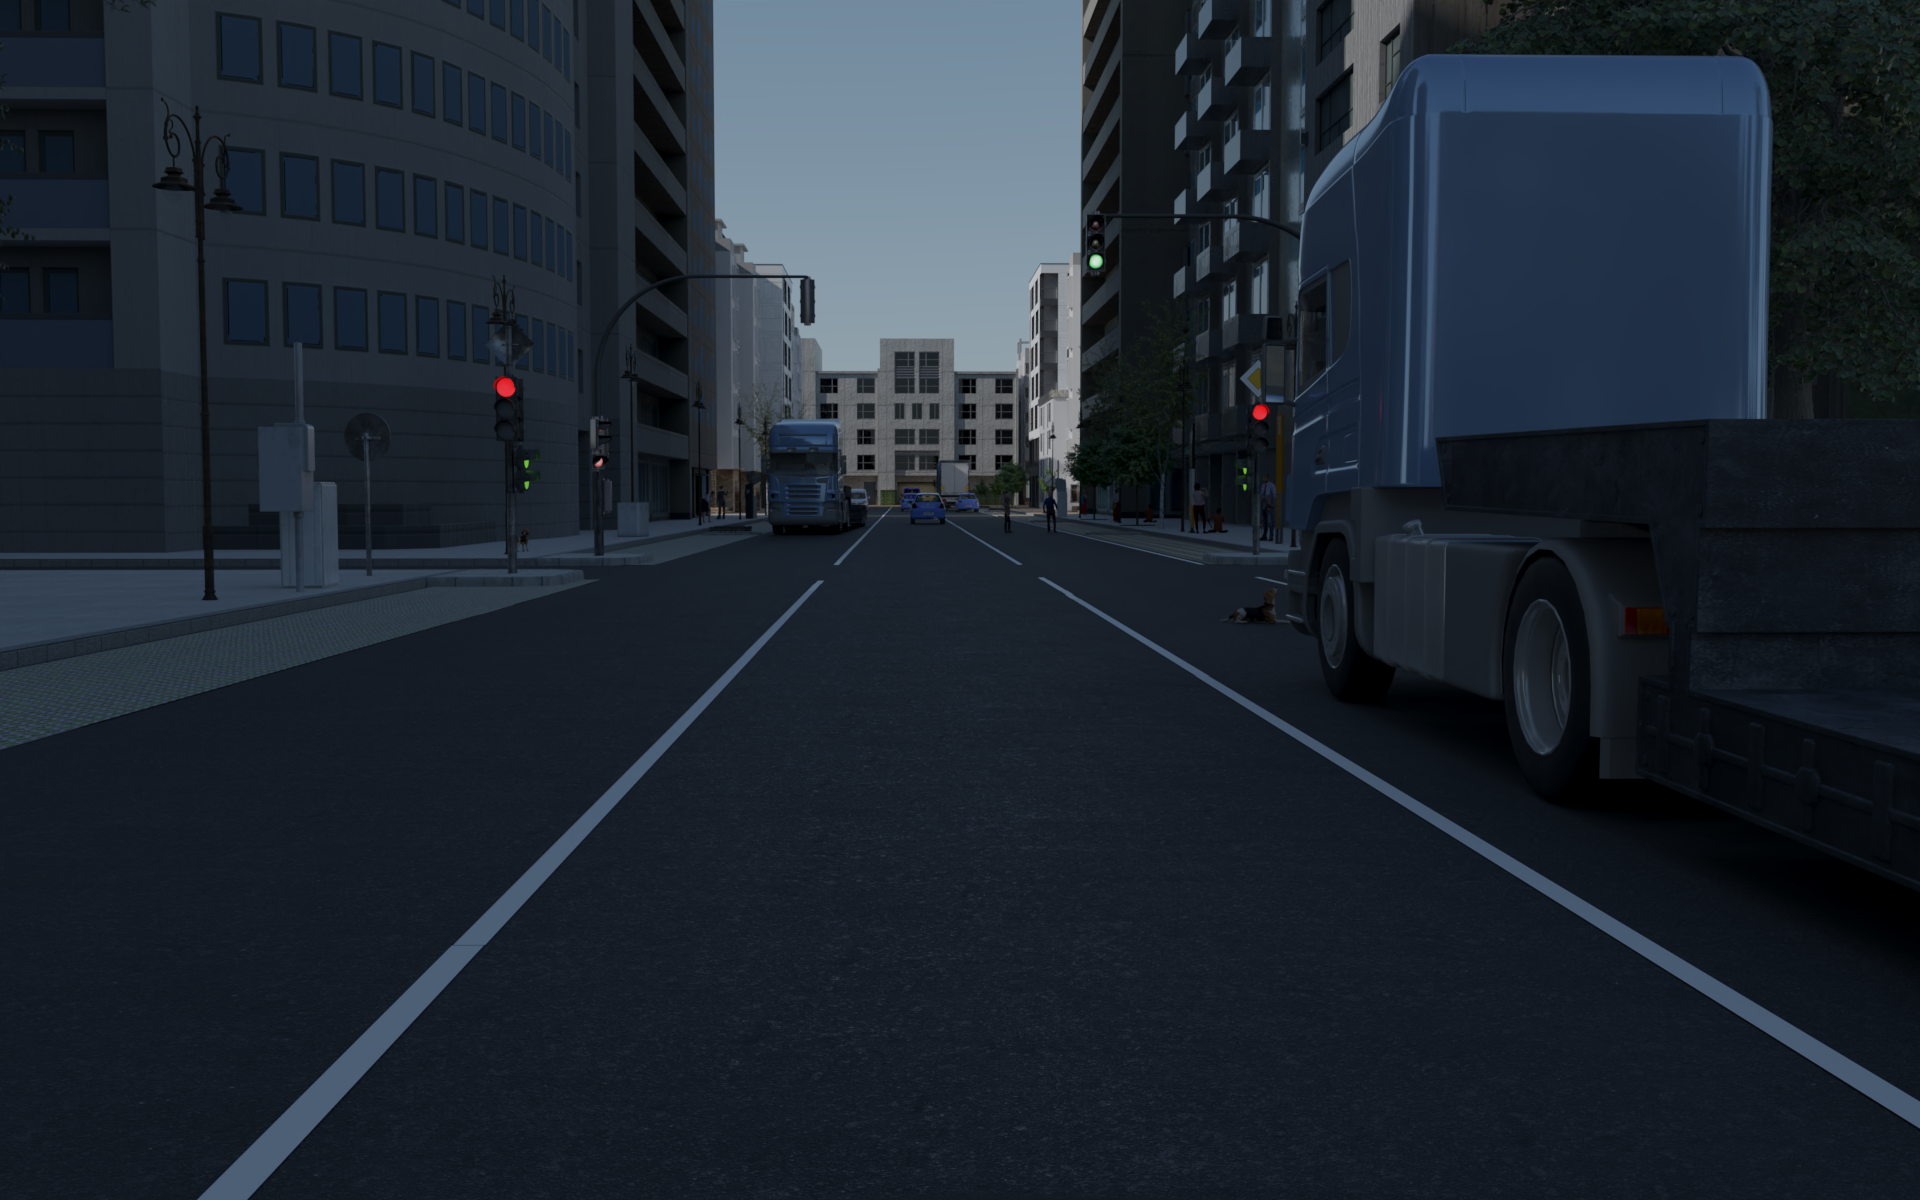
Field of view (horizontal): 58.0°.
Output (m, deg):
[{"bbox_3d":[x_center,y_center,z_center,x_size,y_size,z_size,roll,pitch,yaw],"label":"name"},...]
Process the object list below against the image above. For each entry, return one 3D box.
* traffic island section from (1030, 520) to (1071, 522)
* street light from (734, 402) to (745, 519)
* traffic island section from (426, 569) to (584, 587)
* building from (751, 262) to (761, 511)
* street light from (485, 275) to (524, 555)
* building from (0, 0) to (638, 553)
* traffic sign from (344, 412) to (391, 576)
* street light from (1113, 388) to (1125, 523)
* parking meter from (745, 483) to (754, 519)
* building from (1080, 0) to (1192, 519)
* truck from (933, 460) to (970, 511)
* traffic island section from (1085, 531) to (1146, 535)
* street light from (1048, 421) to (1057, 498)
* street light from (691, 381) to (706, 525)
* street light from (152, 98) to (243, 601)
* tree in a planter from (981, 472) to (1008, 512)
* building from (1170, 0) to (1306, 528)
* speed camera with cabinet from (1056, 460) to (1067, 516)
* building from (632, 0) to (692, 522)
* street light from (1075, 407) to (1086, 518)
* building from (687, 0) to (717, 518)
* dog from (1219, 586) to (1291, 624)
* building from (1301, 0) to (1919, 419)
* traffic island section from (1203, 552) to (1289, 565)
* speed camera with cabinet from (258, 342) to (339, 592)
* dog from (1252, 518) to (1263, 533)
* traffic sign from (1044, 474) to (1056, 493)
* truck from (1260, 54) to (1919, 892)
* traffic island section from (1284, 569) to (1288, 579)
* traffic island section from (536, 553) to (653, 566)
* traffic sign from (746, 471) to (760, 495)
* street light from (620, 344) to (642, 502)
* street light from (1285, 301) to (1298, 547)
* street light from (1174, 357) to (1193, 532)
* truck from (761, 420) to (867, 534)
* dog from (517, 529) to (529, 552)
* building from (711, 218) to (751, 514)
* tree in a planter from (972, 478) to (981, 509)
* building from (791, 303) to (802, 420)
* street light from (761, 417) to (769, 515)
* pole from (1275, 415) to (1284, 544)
[{"bbox_3d":[4.583,-3.997,88.217,1.991,0.108,1.994,0,4,-2],"label":"traffic island section"},{"bbox_3d":[-11.105,-7.006,87.336,0.468,5.910,1.993,0,4,-2],"label":"street light"},{"bbox_3d":[-7.264,-0.353,28.045,2.009,0.180,2.903,0,4,-2],"label":"traffic island section"},{"bbox_3d":[-22.785,-16.644,128.557,16.016,20.091,11.380,0,4,-2],"label":"building"},{"bbox_3d":[-9.598,-3.905,36.631,0.468,5.910,1.993,0,4,-2],"label":"street light"},{"bbox_3d":[-22.288,-31.063,49.881,21.231,58.520,28.212,0,4,-2],"label":"building"},{"bbox_3d":[-9.258,-1.649,27.065,0.768,2.556,0.104,0,4,7],"label":"traffic sign"},{"bbox_3d":[7.000,-6.295,75.711,0.468,5.910,1.993,0,4,-2],"label":"street light"},{"bbox_3d":[-10.908,-5.131,89.602,0.399,1.863,0.255,1,4,20],"label":"parking meter"},{"bbox_3d":[18.671,-29.132,100.011,21.300,48.544,21.600,0,4,-2],"label":"building"},{"bbox_3d":[-0.717,-9.770,148.659,2.839,4.237,11.283,0,4,-3],"label":"truck"},{"bbox_3d":[5.450,-2.350,61.287,1.991,0.108,1.994,0,4,-2],"label":"traffic island section"},{"bbox_3d":[5.875,-8.382,109.830,0.468,5.910,1.993,0,4,-2],"label":"street light"},{"bbox_3d":[-10.640,-5.990,70.728,0.468,5.910,1.993,0,4,-2],"label":"street light"},{"bbox_3d":[-9.074,-2.935,20.774,0.468,5.910,1.993,0,4,-2],"label":"street light"},{"bbox_3d":[2.959,-8.640,138.479,1.991,3.239,1.994,0,4,-2],"label":"tree in a planter"},{"bbox_3d":[21.494,-27.777,73.766,23.786,49.044,30.456,0,4,-2],"label":"building"},{"bbox_3d":[5.874,-6.464,100.021,0.660,3.252,2.038,0,4,1],"label":"speed camera with cabinet"},{"bbox_3d":[-23.807,-27.603,75.010,21.300,48.544,21.600,0,4,-2],"label":"building"},{"bbox_3d":[6.425,-7.327,92.590,0.468,5.910,1.993,0,4,-2],"label":"street light"},{"bbox_3d":[-20.922,-27.099,93.175,14.600,45.320,14.200,0,4,-2],"label":"building"},{"bbox_3d":[3.295,0.056,19.281,0.550,0.427,0.748,-2,4,-34],"label":"dog"},{"bbox_3d":[17.259,-16.678,44.391,14.107,30.474,14.160,0,4,-2],"label":"building"},{"bbox_3d":[6.253,-0.867,36.464,2.009,0.180,2.903,0,4,-2],"label":"traffic island section"},{"bbox_3d":[-8.929,-1.776,23.371,0.660,3.252,2.038,0,4,-8],"label":"speed camera with cabinet"},{"bbox_3d":[9.841,-2.465,57.136,0.540,0.507,0.406,2,4,27],"label":"dog"},{"bbox_3d":[5.785,-6.821,111.627,0.768,2.556,0.104,0,4,2],"label":"traffic sign"},{"bbox_3d":[3.978,-0.927,4.911,2.967,4.110,18.799,0,4,-2],"label":"truck"},{"bbox_3d":[6.511,-0.379,28.483,2.009,0.180,2.903,0,4,-2],"label":"traffic island section"},{"bbox_3d":[-7.521,-0.841,36.026,2.009,0.180,2.903,0,4,-2],"label":"traffic island section"},{"bbox_3d":[-11.209,-5.732,93.830,0.768,2.556,0.104,0,4,4],"label":"traffic sign"},{"bbox_3d":[-10.128,-4.934,53.461,0.468,5.910,1.993,0,4,-2],"label":"street light"},{"bbox_3d":[8.040,-4.208,41.581,0.468,5.910,1.993,0,4,-2],"label":"street light"},{"bbox_3d":[7.556,-5.249,58.610,0.468,5.910,1.993,0,4,-2],"label":"street light"},{"bbox_3d":[-5.406,-4.806,68.341,2.967,4.110,18.799,0,3,0],"label":"truck"},{"bbox_3d":[-9.804,-1.332,38.601,0.406,0.507,0.540,-1,4,-17],"label":"dog"},{"bbox_3d":[-22.856,-15.925,116.801,16.016,20.091,11.380,0,4,-2],"label":"building"},{"bbox_3d":[2.088,-10.289,165.442,1.991,3.239,1.994,0,4,-2],"label":"tree in a planter"},{"bbox_3d":[-22.120,-19.651,177.706,11.380,20.091,16.016,0,4,-2],"label":"building"},{"bbox_3d":[-11.667,-8.023,103.959,0.468,5.910,1.993,0,4,-2],"label":"street light"},{"bbox_3d":[8.215,-3.098,44.499,0.158,3.312,0.155,0,3,0],"label":"pole"}]
